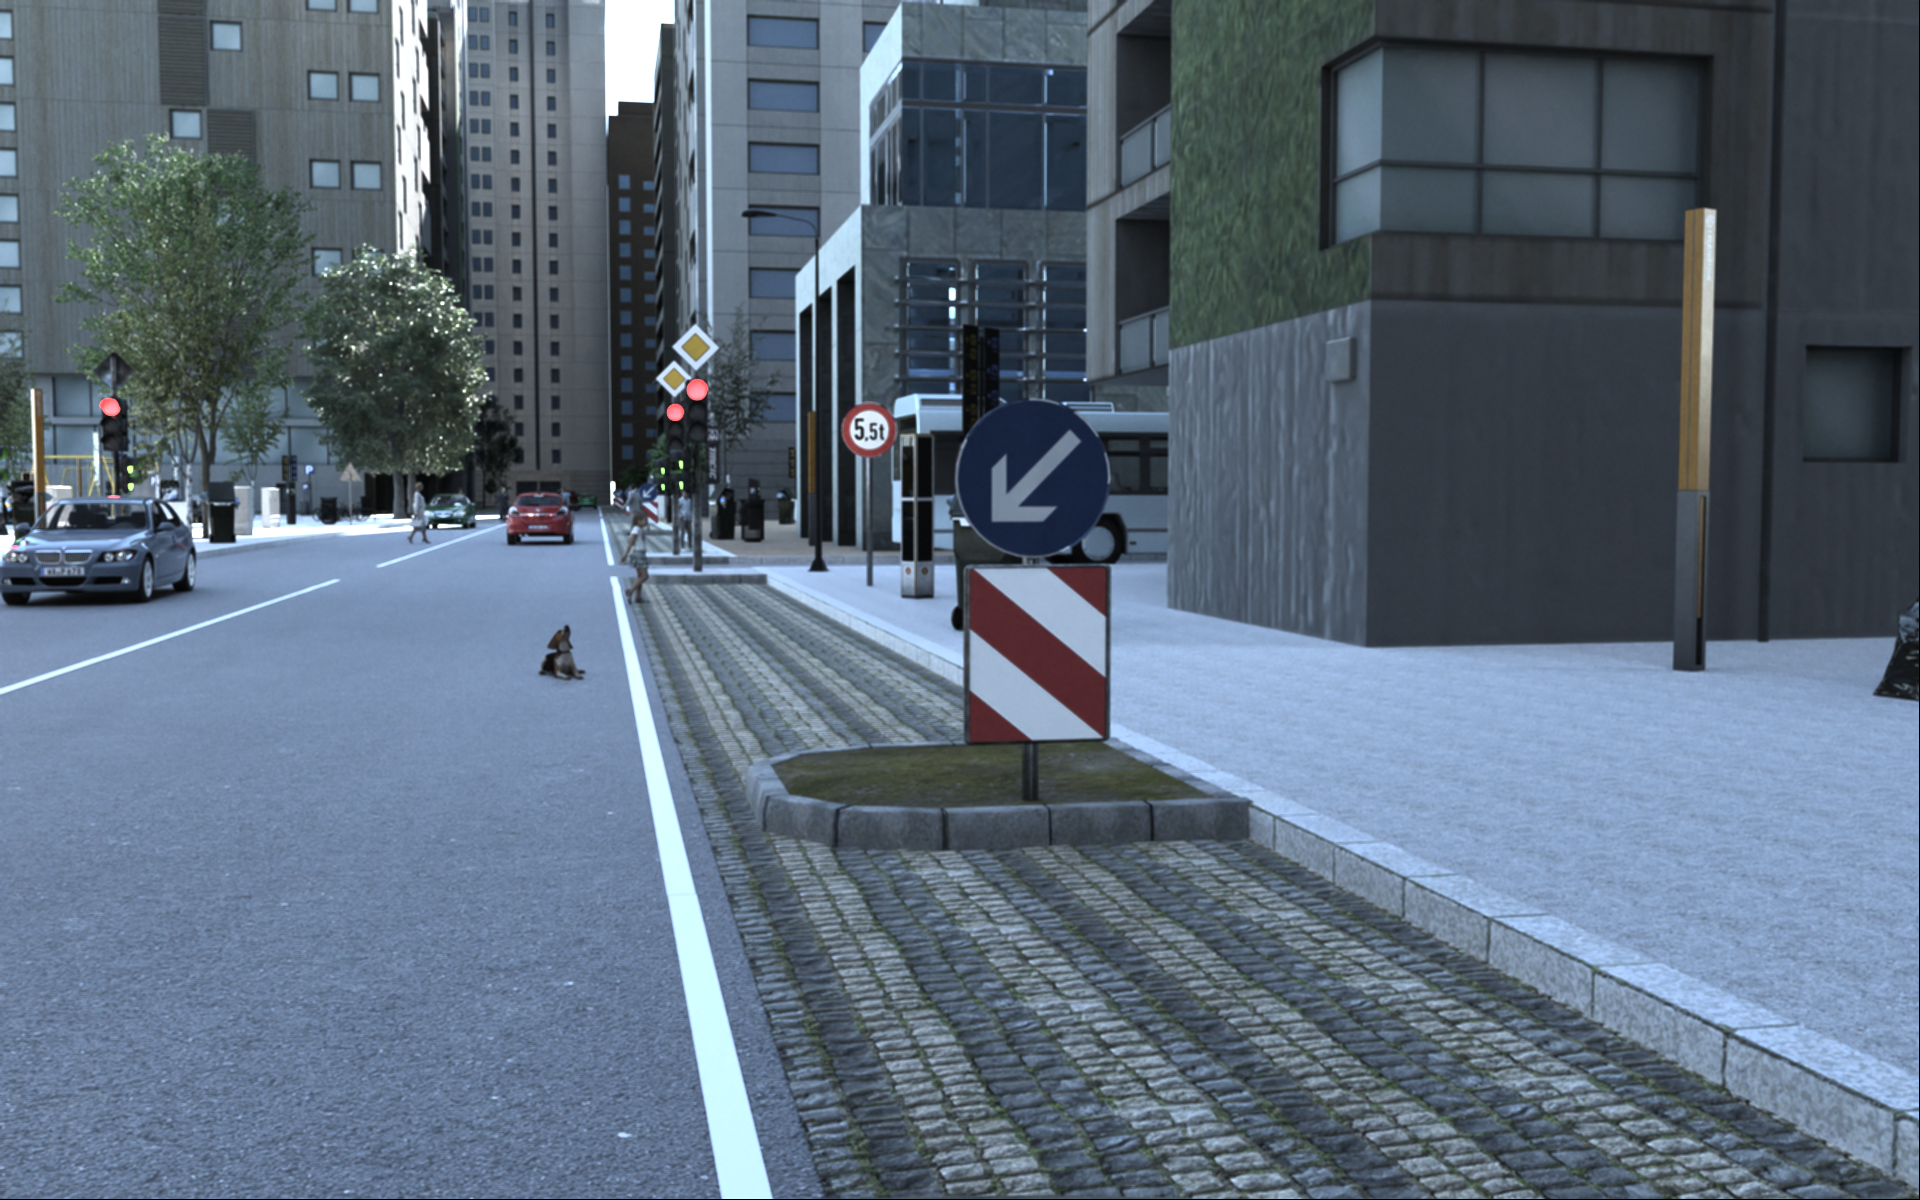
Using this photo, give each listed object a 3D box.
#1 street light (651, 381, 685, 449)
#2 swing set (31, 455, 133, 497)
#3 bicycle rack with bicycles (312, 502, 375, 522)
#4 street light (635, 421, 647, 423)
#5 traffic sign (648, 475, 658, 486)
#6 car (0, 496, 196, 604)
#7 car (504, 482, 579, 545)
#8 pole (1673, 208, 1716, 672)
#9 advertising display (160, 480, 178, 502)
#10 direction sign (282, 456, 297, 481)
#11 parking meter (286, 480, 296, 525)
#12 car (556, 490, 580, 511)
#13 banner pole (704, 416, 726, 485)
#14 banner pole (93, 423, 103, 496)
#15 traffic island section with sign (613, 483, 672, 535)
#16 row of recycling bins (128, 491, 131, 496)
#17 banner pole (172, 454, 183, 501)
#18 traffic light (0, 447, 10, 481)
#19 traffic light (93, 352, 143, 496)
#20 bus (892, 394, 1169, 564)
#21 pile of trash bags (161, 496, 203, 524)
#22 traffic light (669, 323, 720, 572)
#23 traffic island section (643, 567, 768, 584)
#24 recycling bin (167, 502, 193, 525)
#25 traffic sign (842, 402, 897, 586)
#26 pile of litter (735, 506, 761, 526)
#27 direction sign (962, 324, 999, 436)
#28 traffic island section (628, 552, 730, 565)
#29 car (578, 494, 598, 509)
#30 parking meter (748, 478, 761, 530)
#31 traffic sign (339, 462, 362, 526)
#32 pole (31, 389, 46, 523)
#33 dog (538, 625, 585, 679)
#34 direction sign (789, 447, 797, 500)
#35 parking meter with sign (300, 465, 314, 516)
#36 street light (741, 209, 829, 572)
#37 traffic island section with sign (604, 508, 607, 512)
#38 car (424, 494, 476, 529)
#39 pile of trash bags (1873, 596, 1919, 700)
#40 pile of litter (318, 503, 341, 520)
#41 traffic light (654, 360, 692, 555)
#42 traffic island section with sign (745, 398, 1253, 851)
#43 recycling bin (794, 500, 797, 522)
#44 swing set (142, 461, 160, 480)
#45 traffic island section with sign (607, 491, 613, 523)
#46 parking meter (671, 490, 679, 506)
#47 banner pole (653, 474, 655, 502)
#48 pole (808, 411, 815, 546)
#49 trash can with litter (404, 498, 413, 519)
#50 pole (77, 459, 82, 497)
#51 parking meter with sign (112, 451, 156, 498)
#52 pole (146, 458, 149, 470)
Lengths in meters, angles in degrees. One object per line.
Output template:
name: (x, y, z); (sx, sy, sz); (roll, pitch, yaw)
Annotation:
street light: (-11.869, -6.030, 71.139); (1.470, 5.913, 1.316); (-1, 4, -12)
swing set: (-37.202, -4.641, 73.505); (3.119, 2.851, 2.862); (-1, 4, -16)
bicycle rack with bicycles: (-28.872, -4.143, 81.125); (2.925, 0.926, 2.852); (-3, 5, -43)
street light: (-19.925, -8.405, 109.964); (1.470, 5.913, 1.316); (-1, 4, -12)
traffic sign: (-18.407, -6.377, 104.375); (0.768, 2.556, 0.104); (0, 4, -3)
car: (-11.925, -0.745, 24.189); (2.014, 1.417, 4.499); (-1, 4, -13)
car: (-12.211, -2.536, 50.512); (2.155, 1.783, 4.494); (-1, 4, -11)
pole: (5.306, -1.141, 12.506); (0.158, 3.312, 0.155); (0, 3, 0)
advertising display: (-37.077, -4.648, 81.201); (0.123, 1.923, 0.974); (2, 4, 24)
direction sign: (-39.497, -6.734, 102.090); (0.876, 3.537, 0.379); (0, 4, 3)
parking meter: (-27.989, -4.083, 72.465); (0.255, 1.863, 0.399); (-3, 5, -44)
car: (-33.650, -8.518, 147.935); (2.281, 1.827, 5.304); (-1, 4, -11)
banner pole: (-7.813, -4.026, 55.846); (0.863, 3.779, 0.401); (0, 4, -1)
banner pole: (-30.308, -4.338, 60.951); (0.863, 3.779, 0.401); (3, 5, 44)
traffic island section with sign: (-11.051, -3.187, 60.729); (1.989, 1.847, 2.006); (-1, 4, -12)
row of recycling bins: (-40.716, -4.847, 86.358); (1.069, 1.692, 3.534); (-1, 4, -17)
banner pole: (-43.644, -6.526, 96.711); (0.863, 3.779, 0.401); (1, 4, 13)
traffic light: (-14.999, -2.291, 26.381); (0.839, 4.253, 0.868); (-1, 4, -12)
traffic light: (-16.639, -2.769, 34.196); (0.839, 4.253, 0.868); (-1, 4, -12)
bus: (5.391, -2.406, 34.198); (13.247, 3.499, 2.948); (-1, 4, -13)
pile of trash bags: (-33.574, -3.928, 73.981); (1.912, 1.369, 3.447); (1, 4, 12)
traffic light: (-4.371, -2.428, 28.620); (0.839, 4.253, 0.868); (-1, 4, -12)
traffic island section: (-4.330, -0.395, 28.743); (2.009, 0.180, 2.903); (-1, 4, -12)
recycling bin: (-25.339, -2.657, 55.999); (0.722, 1.027, 0.722); (2, 4, 33)
traffic sign: (-1.259, -1.469, 24.124); (0.768, 2.556, 0.104); (0, 4, -2)
pile of litter: (-8.921, -3.462, 70.562); (1.719, 0.858, 1.176); (-1, 4, -13)
direction sign: (0.285, -1.929, 23.536); (0.379, 3.537, 0.876); (2, 4, 33)
traffic island section: (-5.971, -0.873, 36.558); (2.009, 0.180, 2.903); (-1, 4, -12)
car: (-35.070, -9.428, 162.939); (1.959, 1.807, 4.718); (-1, 4, -11)
parking meter: (-7.363, -3.448, 62.080); (0.399, 1.863, 0.255); (1, 4, 17)
traffic sign: (-24.604, -4.276, 69.917); (0.884, 2.594, 0.081); (0, 4, -7)
pole: (-17.917, -2.438, 33.703); (0.158, 3.312, 0.155); (0, 3, 0)
dog: (-3.101, 0.395, 13.734); (0.550, 0.427, 0.748); (1, 4, 16)
direction sign: (-7.948, -5.622, 83.920); (0.379, 3.537, 0.876); (3, 5, 44)
parking meter with sign: (-39.318, -6.602, 104.207); (0.543, 3.016, 1.738); (0, 4, -7)
street light: (-2.883, -3.424, 28.528); (1.470, 5.913, 1.316); (-1, 4, -12)
traffic island section with sign: (-26.883, -7.800, 136.150); (1.989, 1.847, 2.006); (-1, 4, -12)
car: (-21.364, -3.715, 72.539); (2.131, 1.459, 4.920); (-1, 4, -10)
pile of trash bags: (7.632, -0.090, 11.220); (3.447, 1.369, 1.912); (-2, 4, -34)
pile of litter: (-31.535, -4.454, 86.787); (1.176, 0.858, 1.719); (1, 4, 12)
traffic light: (-6.012, -2.906, 36.436); (0.839, 4.253, 0.868); (-1, 4, -12)
traffic island section with sign: (0.048, 0.044, 7.901); (1.989, 1.847, 2.006); (-1, 4, -12)
recycling bin: (-7.208, -4.039, 78.597); (0.722, 1.027, 0.722); (-3, 5, -43)
swing set: (-39.843, -5.188, 82.445); (3.119, 2.851, 2.862); (-3, 5, -42)
traffic island section with sign: (-16.656, -4.818, 87.407); (1.989, 1.847, 2.006); (-1, 4, -12)
parking meter: (-13.686, -4.570, 83.137); (0.372, 1.533, 0.369); (0, 3, 0)
banner pole: (-17.486, -6.663, 98.960); (0.401, 3.779, 0.863); (0, 4, -5)
pole: (-3.655, -2.991, 42.752); (0.158, 3.312, 0.155); (0, 3, 0)
trash can with litter: (-28.350, -4.704, 88.295); (0.624, 1.170, 1.055); (1, 4, 8)
pole: (-50.977, -6.510, 100.288); (0.158, 3.312, 0.155); (0, 3, 0)
parking meter with sign: (-27.317, -3.772, 57.931); (1.738, 3.016, 0.543); (0, 4, -2)
pole: (-43.905, -6.109, 93.725); (0.158, 3.312, 0.155); (0, 3, 0)
